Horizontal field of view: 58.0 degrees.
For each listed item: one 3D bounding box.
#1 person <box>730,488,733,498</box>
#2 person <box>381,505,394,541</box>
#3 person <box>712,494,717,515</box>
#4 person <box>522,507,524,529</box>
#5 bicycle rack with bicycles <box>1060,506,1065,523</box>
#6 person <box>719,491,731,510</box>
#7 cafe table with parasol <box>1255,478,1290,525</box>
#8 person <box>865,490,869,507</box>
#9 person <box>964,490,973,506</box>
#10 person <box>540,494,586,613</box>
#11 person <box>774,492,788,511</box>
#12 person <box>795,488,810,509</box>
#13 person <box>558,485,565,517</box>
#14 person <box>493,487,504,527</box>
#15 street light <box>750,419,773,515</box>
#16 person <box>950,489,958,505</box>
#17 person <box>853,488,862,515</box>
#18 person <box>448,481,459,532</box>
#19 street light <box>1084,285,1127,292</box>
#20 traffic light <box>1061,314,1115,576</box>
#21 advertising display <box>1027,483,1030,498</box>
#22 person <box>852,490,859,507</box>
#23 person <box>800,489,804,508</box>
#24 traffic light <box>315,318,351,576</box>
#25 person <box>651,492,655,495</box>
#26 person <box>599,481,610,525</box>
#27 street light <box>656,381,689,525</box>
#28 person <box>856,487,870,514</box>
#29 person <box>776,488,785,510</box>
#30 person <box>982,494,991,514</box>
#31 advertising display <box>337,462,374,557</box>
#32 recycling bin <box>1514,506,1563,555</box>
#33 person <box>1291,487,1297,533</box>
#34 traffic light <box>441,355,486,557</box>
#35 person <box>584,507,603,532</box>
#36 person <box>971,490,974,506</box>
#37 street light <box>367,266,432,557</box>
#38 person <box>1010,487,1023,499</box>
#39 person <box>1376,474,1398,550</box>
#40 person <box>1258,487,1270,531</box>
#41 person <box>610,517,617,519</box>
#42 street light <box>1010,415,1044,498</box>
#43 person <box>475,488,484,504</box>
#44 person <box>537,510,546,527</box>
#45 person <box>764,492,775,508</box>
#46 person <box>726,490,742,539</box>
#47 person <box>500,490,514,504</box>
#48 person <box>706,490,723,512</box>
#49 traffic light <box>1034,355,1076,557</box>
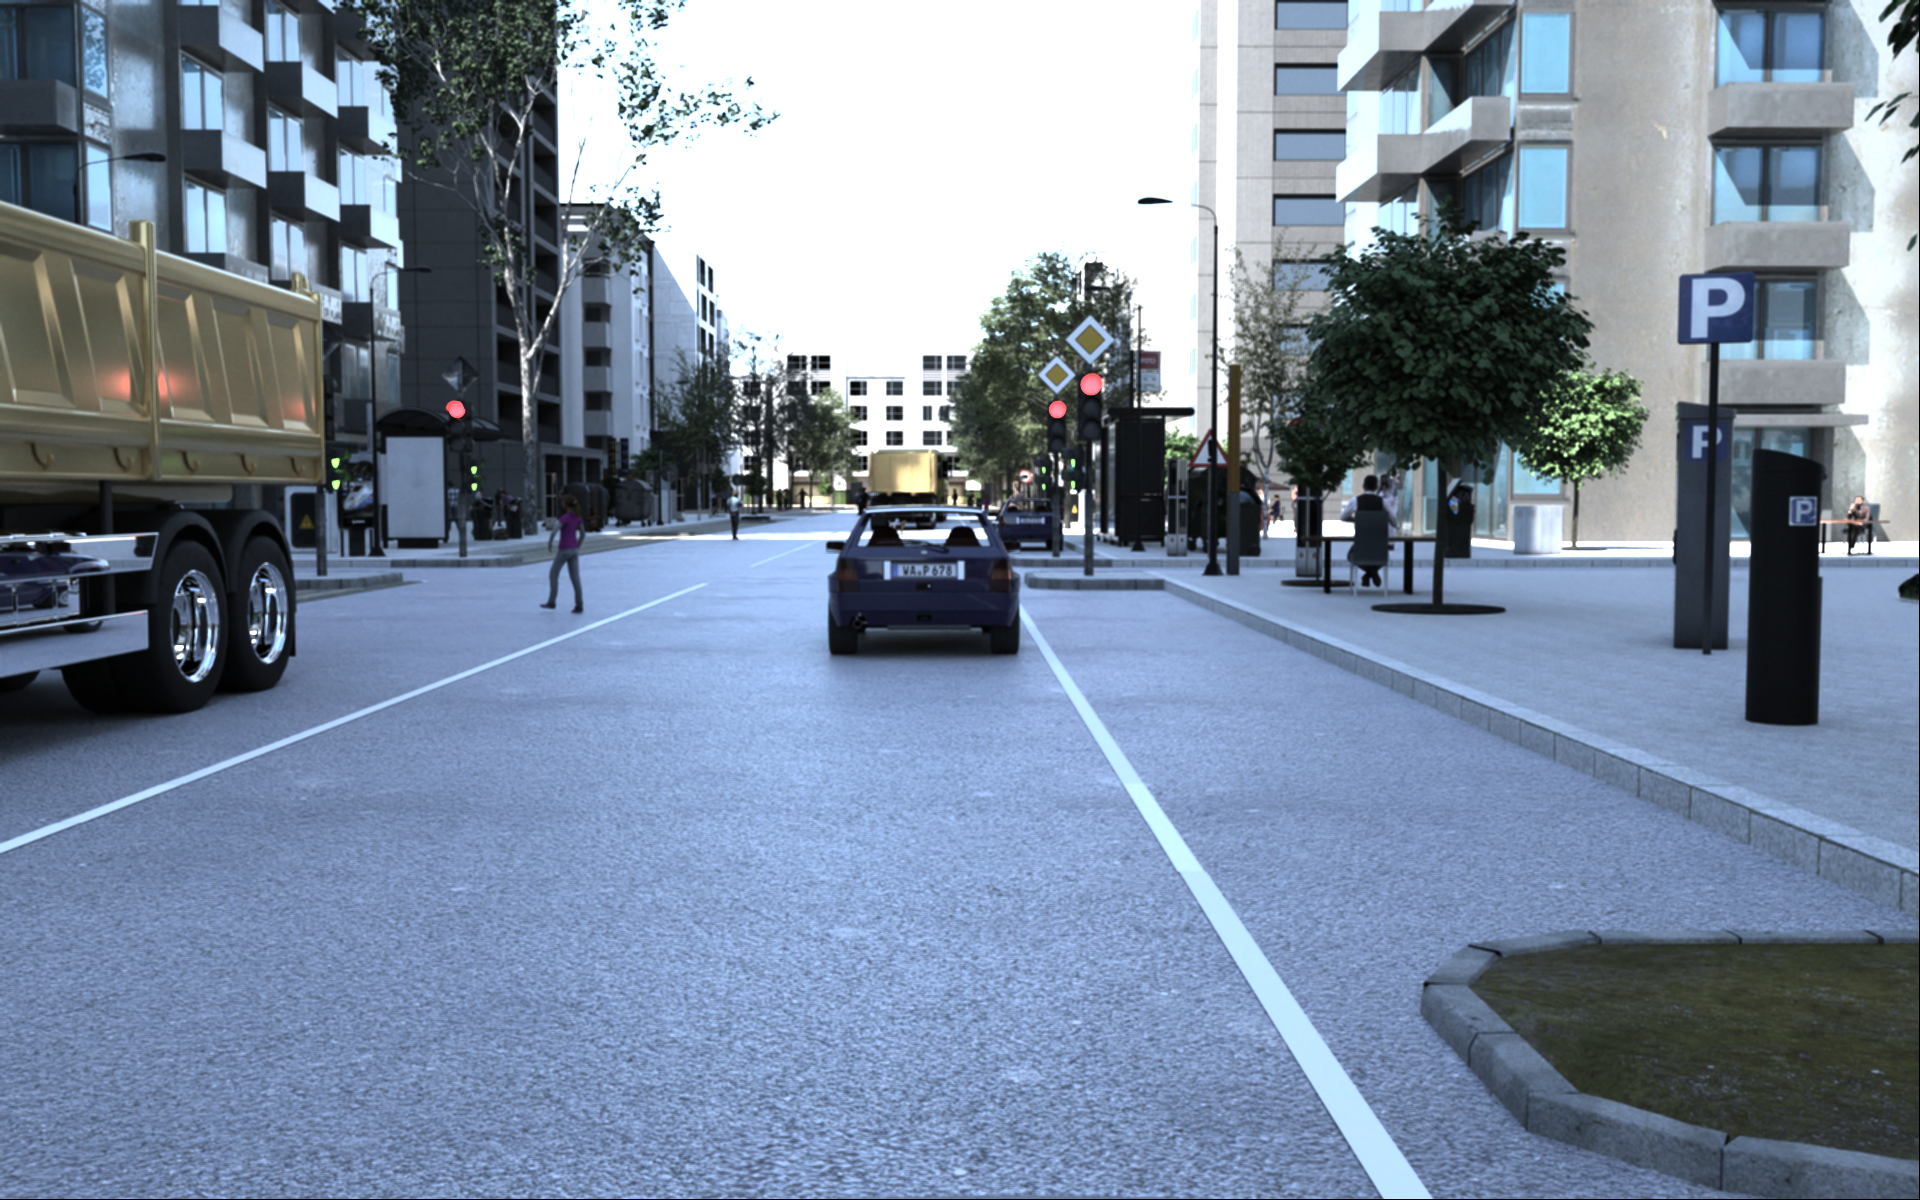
[{"bbox_3d":[-19.626,-8.734,148.840,0.705,1.824,1.348,-1,4,-17],"label":"person"},{"bbox_3d":[-15.619,-2.500,47.446,0.750,1.759,0.617,1,4,12],"label":"person"},{"bbox_3d":[-15.284,-5.983,107.090,0.421,1.427,0.697,-3,4,-37],"label":"person"},{"bbox_3d":[-15.442,-2.910,61.547,0.695,0.859,0.347,-1,4,-23],"label":"person"},{"bbox_3d":[4.532,-3.913,77.367,2.925,0.926,2.852,0,4,-7],"label":"bicycle rack with bicycles"},{"bbox_3d":[-19.036,-8.163,139.501,1.348,1.826,0.705,0,4,7],"label":"person"},{"bbox_3d":[12.472,-4.082,71.607,2.610,1.966,2.610,-3,4,-38],"label":"cafe table with parasol"},{"bbox_3d":[-7.583,-7.982,139.562,0.434,1.755,0.990,-3,4,-38],"label":"person"},{"bbox_3d":[0.627,-7.505,132.006,0.742,1.727,0.445,1,4,12],"label":"person"},{"bbox_3d":[-4.825,-0.556,20.823,0.776,1.435,0.726,2,4,28],"label":"person"},{"bbox_3d":[-13.347,-7.314,128.883,1.065,1.426,0.557,-1,4,-16],"label":"person"},{"bbox_3d":[-13.514,-8.710,148.595,1.348,1.807,0.705,1,4,13],"label":"person"},{"bbox_3d":[-16.494,-3.950,72.088,0.415,1.643,0.593,-3,4,-36],"label":"person"},{"bbox_3d":[-18.158,-3.658,68.061,0.471,1.553,0.569,0,4,-5],"label":"person"},{"bbox_3d":[-12.235,-8.219,106.914,1.470,5.913,1.316,0,4,-1],"label":"street light"},{"bbox_3d":[-0.463,-8.391,145.325,0.705,1.869,1.348,-2,4,-25],"label":"person"},{"bbox_3d":[-6.818,-6.682,117.740,0.705,1.826,1.348,-3,5,-40],"label":"person"},{"bbox_3d":[-17.230,-3.180,58.766,0.841,1.734,0.376,-2,4,-27],"label":"person"},{"bbox_3d":[3.461,-4.047,38.709,1.470,5.913,1.316,0,4,-1],"label":"street light"},{"bbox_3d":[2.015,-2.342,27.217,0.839,4.253,0.868,0,4,-1],"label":"traffic light"},{"bbox_3d":[4.027,-5.886,101.456,0.123,1.923,0.974,0,4,6],"label":"advertising display"},{"bbox_3d":[-10.921,-10.793,184.956,1.348,1.826,0.705,1,4,9],"label":"person"},{"bbox_3d":[-14.141,-9.101,155.519,0.551,1.740,0.621,2,4,26],"label":"person"},{"bbox_3d":[-10.006,-2.335,27.091,0.839,4.253,0.868,0,4,-1],"label":"traffic light"},{"bbox_3d":[-17.421,-5.461,97.546,0.590,1.554,0.614,1,4,18],"label":"person"},{"bbox_3d":[-14.655,-3.962,70.948,0.598,1.807,0.434,-2,4,-35],"label":"person"},{"bbox_3d":[-11.815,-6.032,71.163,1.470,5.913,1.316,0,4,-1],"label":"street light"},{"bbox_3d":[-6.234,-6.368,112.249,1.348,1.869,0.705,3,5,44],"label":"person"},{"bbox_3d":[-14.076,-7.940,136.395,0.750,1.759,0.617,-3,5,-41],"label":"person"},{"bbox_3d":[1.217,-4.416,83.933,0.726,1.435,0.776,2,4,25],"label":"person"},{"bbox_3d":[-12.444,-1.865,35.703,0.123,1.923,0.974,1,4,23],"label":"advertising display"},{"bbox_3d":[12.277,-1.482,36.792,0.722,1.027,0.722,-2,4,-30],"label":"recycling bin"},{"bbox_3d":[11.072,-3.009,56.717,0.415,1.643,0.593,-1,4,-12],"label":"person"},{"bbox_3d":[-10.080,-2.823,35.075,0.839,4.253,0.868,0,4,-1],"label":"traffic light"},{"bbox_3d":[-12.308,-2.687,58.256,0.859,0.850,0.655,-2,4,-26],"label":"person"},{"bbox_3d":[1.172,-8.966,155.058,0.705,1.831,1.348,0,4,4],"label":"person"},{"bbox_3d":[-11.455,-3.848,35.449,1.470,5.913,1.316,0,4,-1],"label":"street light"},{"bbox_3d":[2.231,-3.631,68.683,0.655,1.722,0.431,-3,5,-42],"label":"person"},{"bbox_3d":[9.786,-2.019,39.720,0.551,1.740,0.621,2,4,26],"label":"person"},{"bbox_3d":[10.492,-3.141,59.863,0.523,1.526,0.387,2,4,31],"label":"person"},{"bbox_3d":[-17.788,-4.977,89.370,0.963,1.587,0.435,2,4,32],"label":"person"},{"bbox_3d":[3.001,-6.215,74.158,1.470,5.913,1.316,0,4,-1],"label":"street light"},{"bbox_3d":[-21.616,-4.265,77.989,0.590,1.554,0.614,-1,4,-21],"label":"person"},{"bbox_3d":[-16.237,-3.298,67.891,0.695,0.859,0.347,0,4,4],"label":"person"},{"bbox_3d":[-17.397,-9.324,158.436,0.705,1.831,1.348,3,5,43],"label":"person"},{"bbox_3d":[-7.146,-2.701,54.872,0.429,1.552,0.499,-3,5,-39],"label":"person"},{"bbox_3d":[-16.749,-3.369,64.358,0.421,1.427,0.697,3,5,41],"label":"person"},{"bbox_3d":[-17.279,-7.040,121.871,1.217,1.736,0.721,0,4,6],"label":"person"},{"bbox_3d":[1.941,-2.831,35.202,0.839,4.253,0.868,0,4,-1],"label":"traffic light"}]
